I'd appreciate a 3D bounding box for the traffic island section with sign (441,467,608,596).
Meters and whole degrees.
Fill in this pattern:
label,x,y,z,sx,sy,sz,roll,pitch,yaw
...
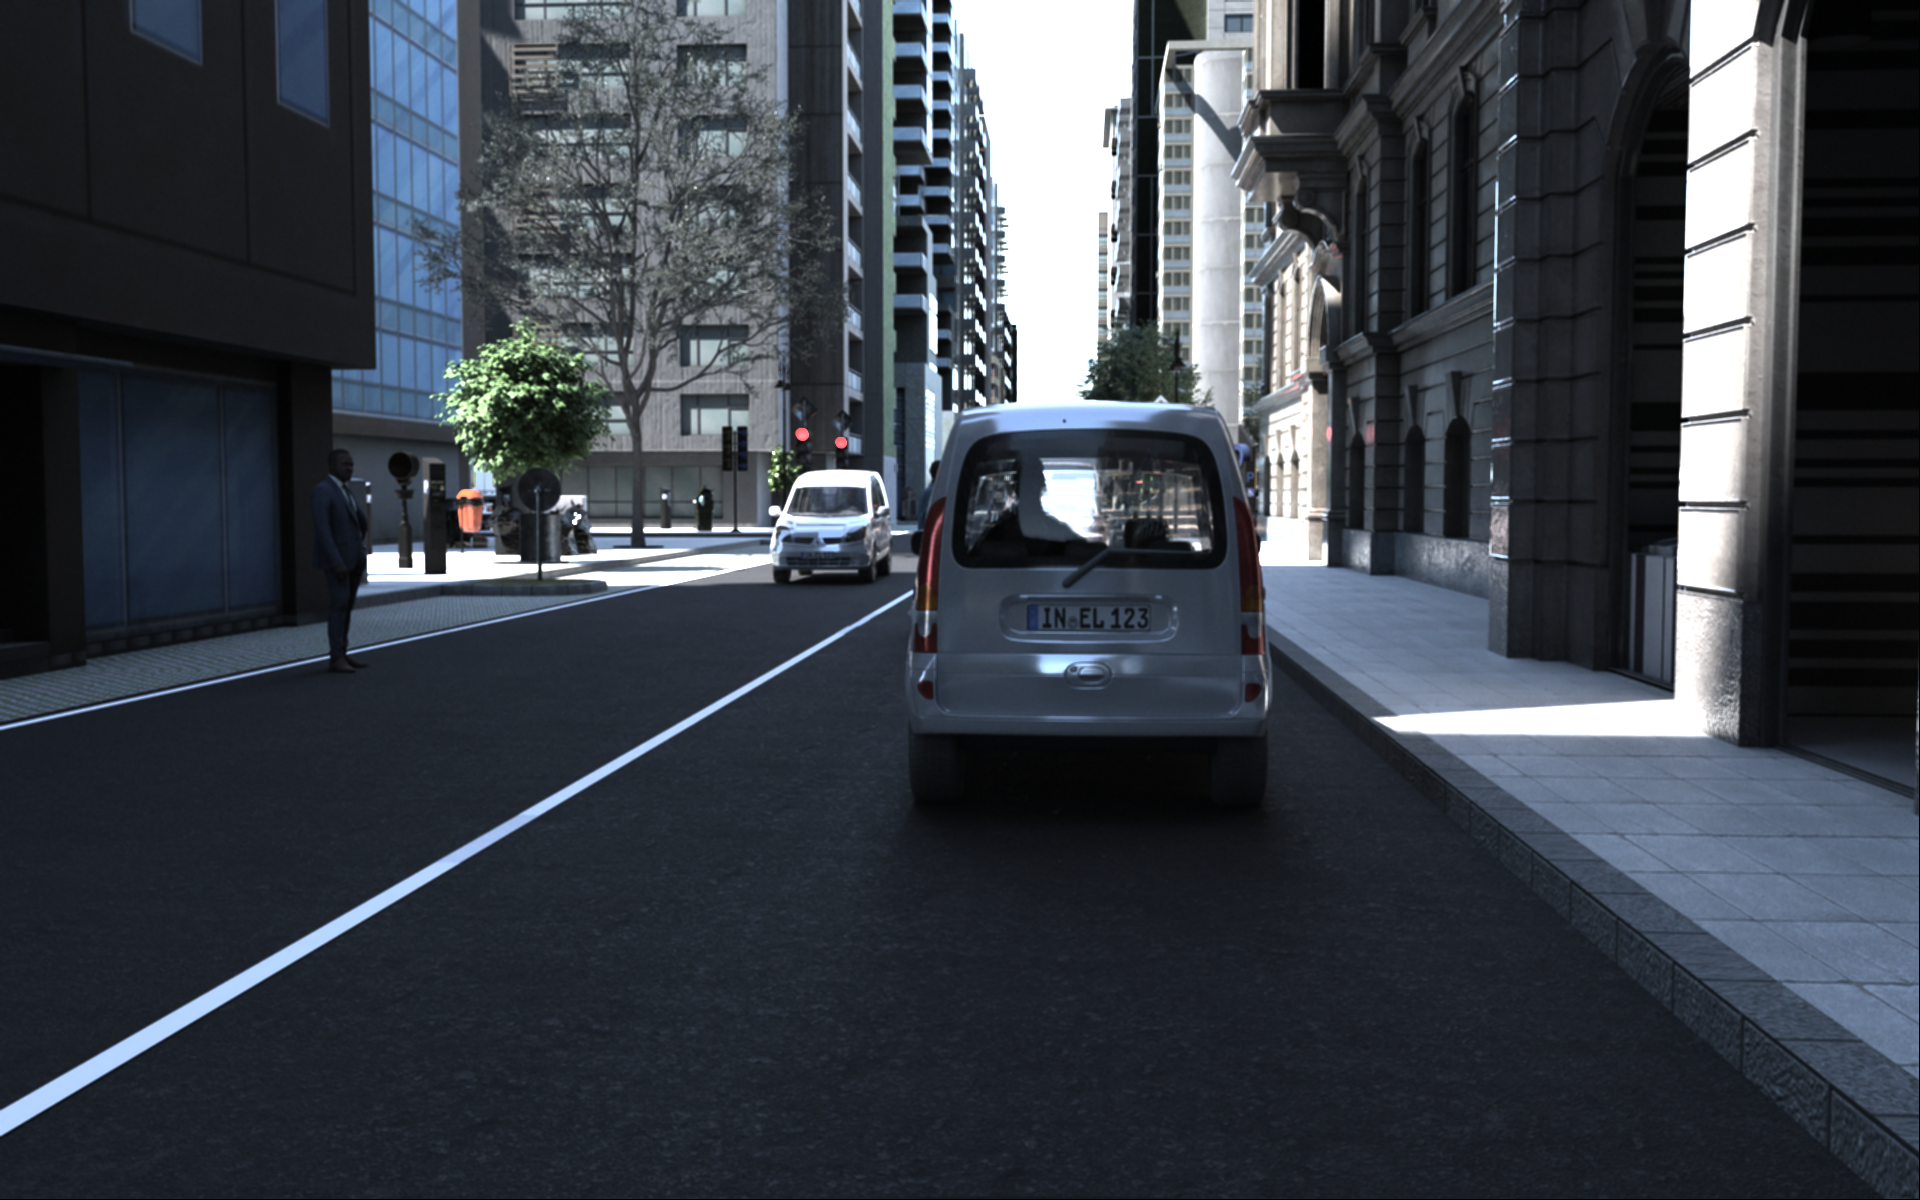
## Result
label,x,y,z,sx,sy,sz,roll,pitch,yaw
traffic island section with sign,-6.220,-1.008,25.105,1.989,1.847,2.006,0,4,4

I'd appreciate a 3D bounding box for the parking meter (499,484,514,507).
label,x,y,z,sx,sy,sz,roll,pitch,yaw
parking meter,-11.701,-2.221,44.731,0.372,1.533,0.369,0,3,0

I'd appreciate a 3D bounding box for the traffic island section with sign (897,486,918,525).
label,x,y,z,sx,sy,sz,roll,pitch,yaw
traffic island section with sign,-2.334,-4.400,80.560,1.989,1.847,2.006,0,4,4

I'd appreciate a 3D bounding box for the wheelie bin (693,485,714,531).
label,x,y,z,sx,sy,sz,roll,pitch,yaw
wheelie bin,-8.820,-3.167,59.690,0.693,1.594,0.980,-1,4,-18

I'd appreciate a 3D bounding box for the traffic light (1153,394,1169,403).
label,x,y,z,sx,sy,sz,roll,pitch,yaw
traffic light,5.643,-3.670,48.921,0.839,4.253,0.868,0,4,4

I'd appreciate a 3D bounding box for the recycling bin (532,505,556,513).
label,x,y,z,sx,sy,sz,roll,pitch,yaw
recycling bin,-14.209,-2.836,58.918,0.722,1.027,0.722,2,4,25

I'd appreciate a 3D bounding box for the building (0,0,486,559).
label,x,y,z,sx,sy,sz,roll,pitch,yaw
building,-21.273,-24.006,42.616,14.200,45.320,14.600,0,4,4

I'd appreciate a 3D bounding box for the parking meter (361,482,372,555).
label,x,y,z,sx,sy,sz,roll,pitch,yaw
parking meter,-12.585,-1.716,36.463,0.372,1.533,0.369,0,3,0

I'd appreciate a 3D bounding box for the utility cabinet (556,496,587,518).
label,x,y,z,sx,sy,sz,roll,pitch,yaw
utility cabinet,-13.151,-2.902,58.601,1.020,1.237,0.306,1,4,13

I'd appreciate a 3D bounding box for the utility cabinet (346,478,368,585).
label,x,y,z,sx,sy,sz,roll,pitch,yaw
utility cabinet,-8.806,-0.932,23.909,1.173,1.500,0.318,-3,5,-44

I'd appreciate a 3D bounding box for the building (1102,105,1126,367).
label,x,y,z,sx,sy,sz,roll,pitch,yaw
building,33.271,-39.177,229.780,28.713,52.752,27.495,0,4,4

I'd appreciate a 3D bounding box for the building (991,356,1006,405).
label,x,y,z,sx,sy,sz,roll,pitch,yaw
building,-8.314,-23.643,231.600,27.650,21.520,28.899,0,4,4

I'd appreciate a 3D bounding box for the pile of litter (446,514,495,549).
label,x,y,z,sx,sy,sz,roll,pitch,yaw
pile of litter,-11.719,-1.663,41.147,1.719,0.858,1.176,-1,4,-12

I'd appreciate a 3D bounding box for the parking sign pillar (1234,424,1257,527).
label,x,y,z,sx,sy,sz,roll,pitch,yaw
parking sign pillar,10.881,-4.772,66.491,1.447,3.967,1.447,-1,4,-15

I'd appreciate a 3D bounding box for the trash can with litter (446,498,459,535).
label,x,y,z,sx,sy,sz,roll,pitch,yaw
trash can with litter,-13.250,-2.081,45.419,0.624,1.170,1.055,-1,4,-19

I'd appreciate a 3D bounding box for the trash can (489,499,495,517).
label,x,y,z,sx,sy,sz,roll,pitch,yaw
trash can,-22.638,-4.415,83.831,0.748,1.137,0.748,0,3,0

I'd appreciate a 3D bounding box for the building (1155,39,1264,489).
label,x,y,z,sx,sy,sz,roll,pitch,yaw
building,28.898,-27.592,143.014,32.217,40.220,23.993,0,4,4

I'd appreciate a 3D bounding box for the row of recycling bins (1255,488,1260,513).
label,x,y,z,sx,sy,sz,roll,pitch,yaw
row of recycling bins,20.619,-6.721,117.007,3.534,1.692,1.069,2,4,30

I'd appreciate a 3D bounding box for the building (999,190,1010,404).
label,x,y,z,sx,sy,sz,roll,pitch,yaw
building,-3.865,-39.225,260.932,23.786,49.044,30.456,0,4,4

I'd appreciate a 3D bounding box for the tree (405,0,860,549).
label,x,y,z,sx,sy,sz,roll,pitch,yaw
tree,-7.654,-7.972,40.710,12.009,13.543,11.850,0,3,0

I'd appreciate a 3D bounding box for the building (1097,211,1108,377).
label,x,y,z,sx,sy,sz,roll,pitch,yaw
building,26.875,-34.729,251.407,14.154,41.232,14.086,0,4,4

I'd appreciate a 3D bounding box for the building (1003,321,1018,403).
label,x,y,z,sx,sy,sz,roll,pitch,yaw
building,2.234,-31.295,283.368,14.160,30.474,14.107,0,4,4

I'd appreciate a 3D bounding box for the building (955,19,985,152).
label,x,y,z,sx,sy,sz,roll,pitch,yaw
building,-8.916,-34.240,179.440,23.786,49.044,30.456,0,4,4

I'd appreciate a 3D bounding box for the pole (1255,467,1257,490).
label,x,y,z,sx,sy,sz,roll,pitch,yaw
pole,22.228,-8.357,130.487,0.158,3.312,0.155,0,3,0

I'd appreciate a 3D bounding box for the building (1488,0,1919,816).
label,x,y,z,sx,sy,sz,roll,pitch,yaw
building,9.373,-9.775,1.628,13.314,21.916,24.055,0,4,4

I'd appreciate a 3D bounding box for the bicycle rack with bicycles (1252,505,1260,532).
label,x,y,z,sx,sy,sz,roll,pitch,yaw
bicycle rack with bicycles,9.751,-2.670,57.038,2.925,0.926,2.852,-1,4,-21

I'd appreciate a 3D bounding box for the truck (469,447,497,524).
label,x,y,z,sx,sy,sz,roll,pitch,yaw
truck,-20.416,-3.999,54.294,11.283,4.237,2.839,0,4,3

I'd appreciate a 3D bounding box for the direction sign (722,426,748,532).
label,x,y,z,sx,sy,sz,roll,pitch,yaw
direction sign,-7.546,-4.045,58.132,0.876,3.537,0.379,1,4,13

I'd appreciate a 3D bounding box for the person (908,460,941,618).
label,x,y,z,sx,sy,sz,roll,pitch,yaw
person,-0.324,-0.572,18.199,0.444,1.785,0.601,0,4,2

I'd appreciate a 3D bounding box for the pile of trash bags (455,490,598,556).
label,x,y,z,sx,sy,sz,roll,pitch,yaw
pile of trash bags,-9.376,-1.659,36.884,3.447,1.369,1.912,2,4,27

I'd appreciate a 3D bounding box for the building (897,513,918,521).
label,x,y,z,sx,sy,sz,roll,pitch,yaw
building,-11.773,-48.081,98.799,22.319,86.520,31.000,0,4,4

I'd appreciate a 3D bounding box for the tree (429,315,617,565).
label,x,y,z,sx,sy,sz,roll,pitch,yaw
tree,-8.055,-2.947,31.902,4.285,4.588,4.351,0,3,0

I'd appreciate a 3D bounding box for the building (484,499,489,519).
label,x,y,z,sx,sy,sz,roll,pitch,yaw
building,-34.873,-25.365,69.337,28.867,44.769,22.147,0,4,4

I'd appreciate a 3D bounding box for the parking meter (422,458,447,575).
label,x,y,z,sx,sy,sz,roll,pitch,yaw
parking meter,-8.375,-1.340,27.612,0.255,1.863,0.399,-3,4,-37

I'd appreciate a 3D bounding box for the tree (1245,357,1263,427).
label,x,y,z,sx,sy,sz,roll,pitch,yaw
tree,17.097,-8.385,87.463,4.737,8.622,4.395,0,3,0

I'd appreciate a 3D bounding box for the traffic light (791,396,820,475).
label,x,y,z,sx,sy,sz,roll,pitch,yaw
traffic light,-4.445,-3.712,49.607,0.839,4.253,0.868,0,4,4

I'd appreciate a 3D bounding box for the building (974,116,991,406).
label,x,y,z,sx,sy,sz,roll,pitch,yaw
building,-3.616,-33.726,201.525,14.600,45.320,14.200,0,4,4

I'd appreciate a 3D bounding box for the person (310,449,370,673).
label,x,y,z,sx,sy,sz,roll,pitch,yaw
person,-5.077,-0.335,14.167,0.419,1.800,0.721,0,4,-3

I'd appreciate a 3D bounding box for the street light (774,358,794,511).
label,x,y,z,sx,sy,sz,roll,pitch,yaw
street light,-5.887,-5.219,58.119,0.468,5.910,1.993,0,4,4

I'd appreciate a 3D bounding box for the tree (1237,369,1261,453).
label,x,y,z,sx,sy,sz,roll,pitch,yaw
tree,18.142,-9.260,101.757,4.360,8.622,3.978,0,3,0

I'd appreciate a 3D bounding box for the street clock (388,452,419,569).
label,x,y,z,sx,sy,sz,roll,pitch,yaw
street clock,-9.551,-1.542,29.781,0.471,2.002,0.358,1,4,13

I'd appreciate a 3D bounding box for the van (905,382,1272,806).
label,x,y,z,sx,sy,sz,roll,pitch,yaw
van,0.678,-0.145,9.377,2.013,2.044,4.112,0,4,4

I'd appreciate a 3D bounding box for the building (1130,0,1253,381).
label,x,y,z,sx,sy,sz,roll,pitch,yaw
building,24.593,-44.430,164.683,20.563,71.187,20.611,0,4,4

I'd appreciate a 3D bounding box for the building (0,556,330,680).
label,x,y,z,sx,sy,sz,roll,pitch,yaw
building,-14.041,-22.132,11.961,14.600,45.320,14.200,0,4,4

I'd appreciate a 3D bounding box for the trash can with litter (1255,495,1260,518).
label,x,y,z,sx,sy,sz,roll,pitch,yaw
trash can with litter,15.976,-4.956,92.088,1.678,1.210,2.233,1,4,10

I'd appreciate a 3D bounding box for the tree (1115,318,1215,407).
label,x,y,z,sx,sy,sz,roll,pitch,yaw
tree,8.378,-7.457,72.277,4.737,8.622,4.395,0,3,0

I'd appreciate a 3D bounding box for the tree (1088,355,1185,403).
label,x,y,z,sx,sy,sz,roll,pitch,yaw
tree,11.881,-11.051,115.101,8.767,10.594,7.601,0,4,-1

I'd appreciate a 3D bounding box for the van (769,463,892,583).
label,x,y,z,sx,sy,sz,roll,pitch,yaw
van,-2.126,-1.364,29.309,2.013,2.044,4.112,0,4,3

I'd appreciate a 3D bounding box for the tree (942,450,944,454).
label,x,y,z,sx,sy,sz,roll,pitch,yaw
tree,-1.103,-8.859,128.559,4.285,4.588,4.351,0,3,0

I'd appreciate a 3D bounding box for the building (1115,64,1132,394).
label,x,y,z,sx,sy,sz,roll,pitch,yaw
building,28.411,-34.926,190.640,23.786,49.044,30.456,0,4,4

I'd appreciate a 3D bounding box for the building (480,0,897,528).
label,x,y,z,sx,sy,sz,roll,pitch,yaw
building,-10.294,-23.604,69.518,14.154,41.232,14.086,0,4,4

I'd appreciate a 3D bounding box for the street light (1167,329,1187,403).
label,x,y,z,sx,sy,sz,roll,pitch,yaw
street light,6.059,-4.632,48.527,0.468,5.910,1.993,0,4,4

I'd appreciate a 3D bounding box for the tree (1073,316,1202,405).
label,x,y,z,sx,sy,sz,roll,pitch,yaw
tree,12.607,-13.370,125.250,9.857,13.997,8.962,0,3,0

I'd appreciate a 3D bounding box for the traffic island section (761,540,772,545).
label,x,y,z,sx,sy,sz,roll,pitch,yaw
traffic island section,-4.484,-1.680,49.745,2.009,0.180,2.903,0,4,4

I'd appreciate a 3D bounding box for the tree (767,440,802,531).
label,x,y,z,sx,sy,sz,roll,pitch,yaw
tree,-6.336,-4.046,60.746,1.663,3.219,1.824,0,3,0

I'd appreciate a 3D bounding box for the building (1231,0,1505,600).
label,x,y,z,sx,sy,sz,roll,pitch,yaw
building,12.310,-12.946,30.745,14.460,24.649,34.723,0,4,4

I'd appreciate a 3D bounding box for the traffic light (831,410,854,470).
label,x,y,z,sx,sy,sz,roll,pitch,yaw
traffic light,-3.888,-4.199,57.573,0.839,4.253,0.868,0,4,4

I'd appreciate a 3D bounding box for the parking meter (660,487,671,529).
label,x,y,z,sx,sy,sz,roll,pitch,yaw
parking meter,-10.750,-3.355,63.268,0.372,1.533,0.369,0,3,0
